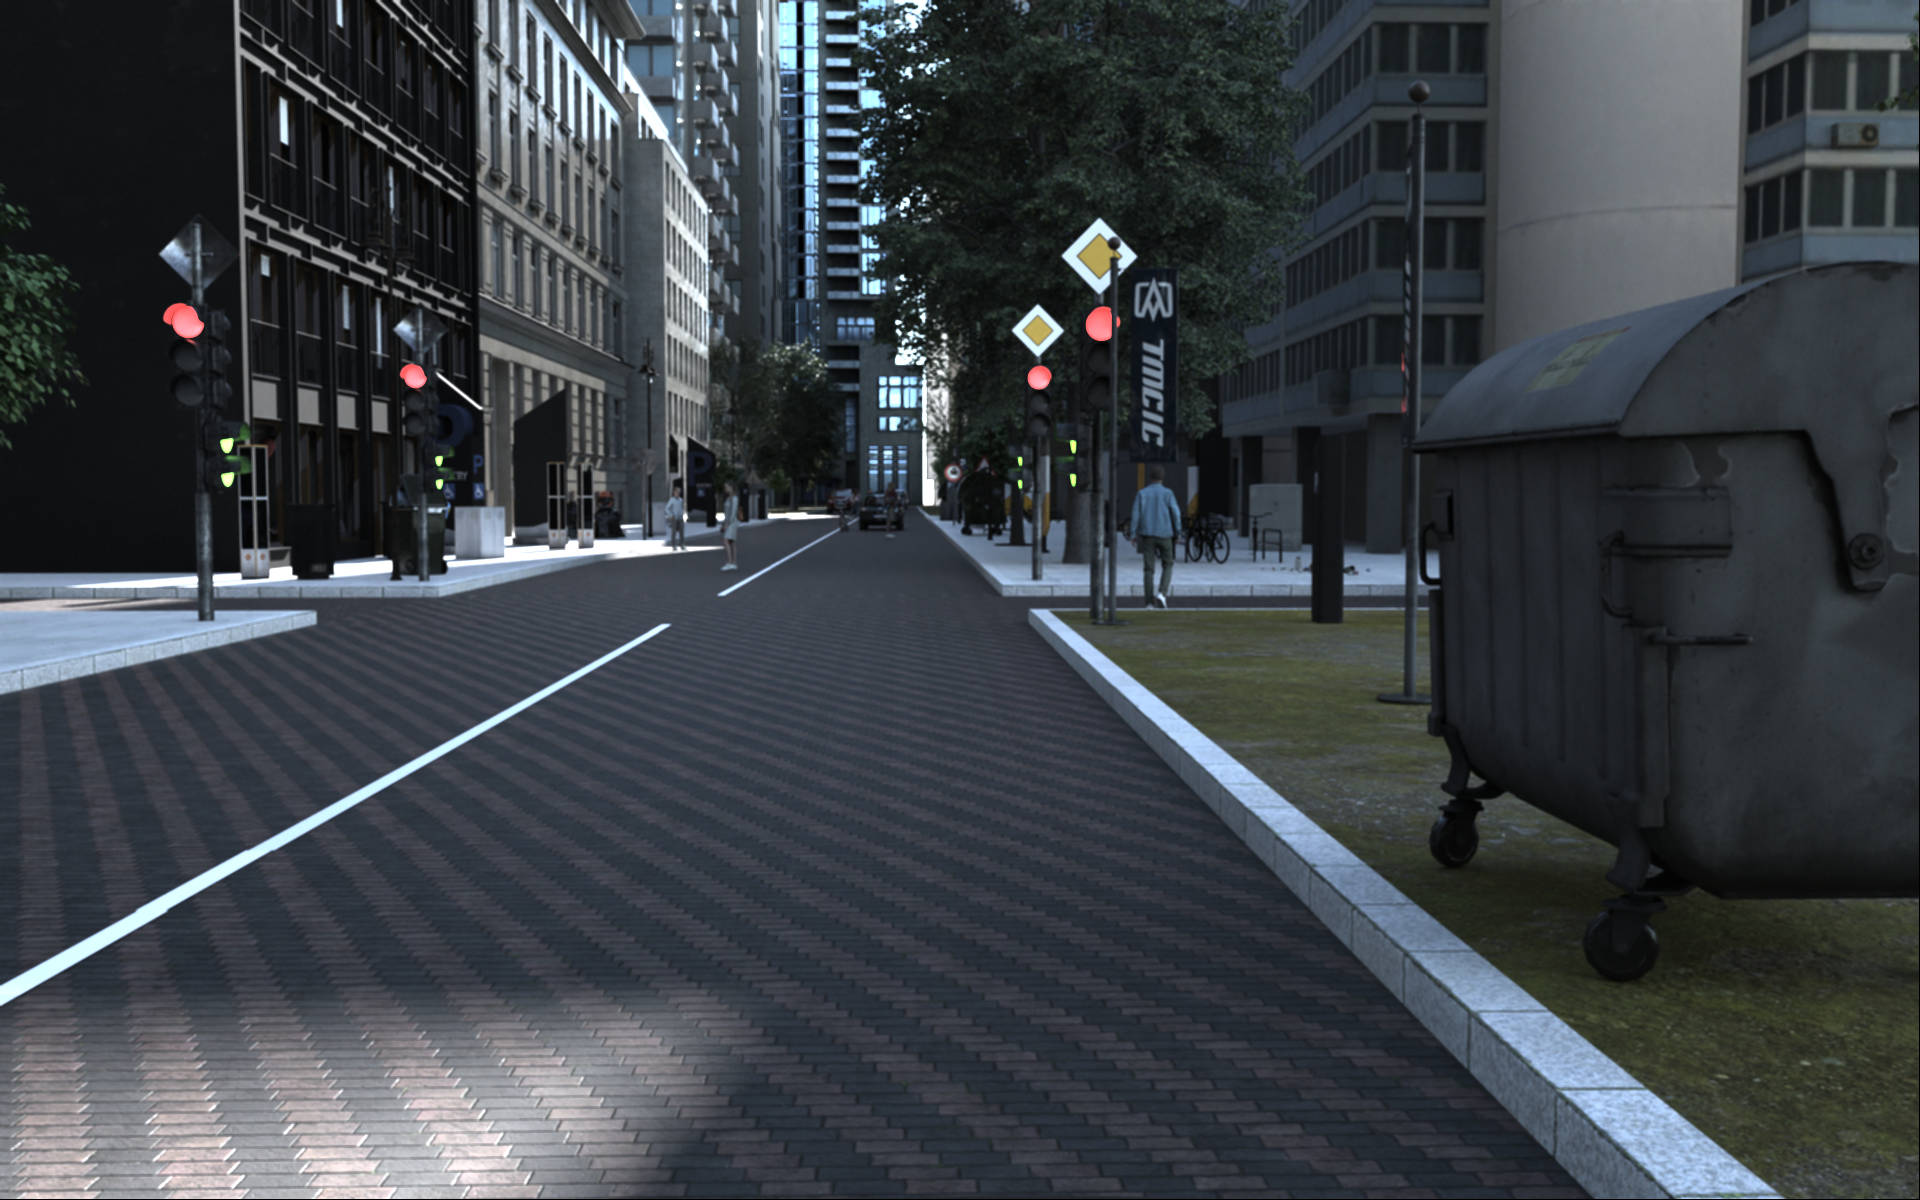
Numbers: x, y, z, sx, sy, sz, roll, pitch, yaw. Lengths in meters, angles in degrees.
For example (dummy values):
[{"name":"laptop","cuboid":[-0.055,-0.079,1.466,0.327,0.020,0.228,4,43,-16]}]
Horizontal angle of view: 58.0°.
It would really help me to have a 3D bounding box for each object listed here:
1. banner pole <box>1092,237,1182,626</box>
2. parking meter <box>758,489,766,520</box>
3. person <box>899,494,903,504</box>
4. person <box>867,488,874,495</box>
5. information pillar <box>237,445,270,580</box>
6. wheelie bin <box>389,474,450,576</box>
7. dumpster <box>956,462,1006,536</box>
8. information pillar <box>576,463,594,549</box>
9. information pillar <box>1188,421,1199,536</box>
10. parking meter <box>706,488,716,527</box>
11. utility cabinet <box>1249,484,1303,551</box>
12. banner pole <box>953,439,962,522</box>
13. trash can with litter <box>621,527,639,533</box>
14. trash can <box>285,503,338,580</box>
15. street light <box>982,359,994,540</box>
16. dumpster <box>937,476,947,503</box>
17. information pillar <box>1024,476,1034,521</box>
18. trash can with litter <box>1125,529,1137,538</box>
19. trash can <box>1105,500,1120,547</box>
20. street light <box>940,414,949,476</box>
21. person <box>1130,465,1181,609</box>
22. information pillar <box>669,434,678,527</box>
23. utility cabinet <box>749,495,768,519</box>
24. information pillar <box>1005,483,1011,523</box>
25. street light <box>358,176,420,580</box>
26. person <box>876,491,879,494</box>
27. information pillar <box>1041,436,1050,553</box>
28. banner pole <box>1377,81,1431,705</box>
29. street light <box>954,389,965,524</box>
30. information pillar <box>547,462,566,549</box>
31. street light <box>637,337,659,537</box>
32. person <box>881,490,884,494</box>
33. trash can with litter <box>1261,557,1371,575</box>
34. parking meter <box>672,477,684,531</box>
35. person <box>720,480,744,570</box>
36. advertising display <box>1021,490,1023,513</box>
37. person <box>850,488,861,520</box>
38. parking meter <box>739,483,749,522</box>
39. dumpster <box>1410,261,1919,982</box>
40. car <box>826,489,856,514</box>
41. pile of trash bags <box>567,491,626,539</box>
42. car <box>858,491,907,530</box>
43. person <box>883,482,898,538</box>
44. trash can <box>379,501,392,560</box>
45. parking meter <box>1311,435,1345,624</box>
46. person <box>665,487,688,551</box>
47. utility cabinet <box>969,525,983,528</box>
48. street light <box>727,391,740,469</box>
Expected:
[{"name":"banner pole","cuboid":[1.731,-1.647,16.944,0.863,3.779,0.401,0,4,2]},{"name":"parking meter","cuboid":[-9.951,-4.802,86.928,0.372,1.533,0.369,0,3,0]},{"name":"person","cuboid":[-5.413,-8.858,156.544,0.599,1.433,0.991,0,4,5]},{"name":"person","cuboid":[-5.256,-5.713,102.364,0.683,1.767,0.568,1,4,17]},{"name":"information pillar","cuboid":[-10.634,-1.321,26.085,0.304,2.012,0.304,1,4,19]},{"name":"wheelie bin","cuboid":[-8.618,-1.200,27.531,0.693,1.594,0.980,3,5,42]},{"name":"dumpster","cuboid":[0.663,-3.165,54.249,1.502,2.255,1.985,0,4,-2]},{"name":"information pillar","cuboid":[-8.802,-2.215,40.708,0.304,2.012,0.304,-2,4,-34]},{"name":"information pillar","cuboid":[6.961,-3.694,51.749,0.183,3.616,0.504,-1,4,-23]},{"name":"parking meter","cuboid":[-9.681,-3.609,67.419,0.372,1.533,0.369,0,3,0]},{"name":"utility cabinet","cuboid":[7.106,-1.856,39.028,1.173,1.500,0.318,3,4,37]},{"name":"banner pole","cuboid":[-0.183,-5.461,79.304,0.401,3.779,0.863,-1,4,-23]},{"name":"trash can with litter","cuboid":[-11.650,-2.873,58.028,1.678,1.210,2.233,-1,4,-13]},{"name":"trash can","cuboid":[-9.757,-0.883,26.098,0.748,1.137,0.748,0,3,0]},{"name":"street light","cuboid":[0.842,-4.612,48.202,0.468,5.910,1.993,0,4,-2]},{"name":"dumpster","cuboid":[-0.366,-5.171,87.034,1.502,2.255,1.985,0,4,-2]},{"name":"information pillar","cuboid":[3.293,-5.583,82.632,0.504,3.616,0.183,-1,4,-8]},{"name":"trash can with litter","cuboid":[5.282,-2.407,50.735,1.055,1.170,0.624,3,5,40]},{"name":"trash can","cuboid":[3.485,-1.844,41.797,0.748,1.137,0.748,0,3,0]},{"name":"street light","cuboid":[-0.906,-7.810,100.477,0.468,5.910,1.993,0,4,-2]},{"name":"person","cuboid":[2.385,-0.750,21.105,0.601,1.785,0.444,1,4,14]},{"name":"information pillar","cuboid":[-11.116,-4.643,67.274,0.183,3.616,0.504,-3,5,-44]},{"name":"utility cabinet","cuboid":[-10.445,-4.802,89.673,1.020,1.237,0.306,0,4,-3]},{"name":"information pillar","cuboid":[2.108,-5.301,78.027,0.504,3.616,0.183,0,4,-3]},{"name":"street light","cuboid":[-8.399,-3.231,25.621,0.468,5.910,1.993,0,4,-2]},{"name":"person","cuboid":[-7.978,-9.676,167.364,0.551,1.740,0.621,3,4,37]},{"name":"information pillar","cuboid":[1.850,-2.837,37.735,0.183,3.616,0.504,-1,4,-12]},{"name":"banner pole","cuboid":[2.816,-1.273,10.838,0.401,3.779,0.863,0,4,8]},{"name":"street light","cuboid":[-0.016,-6.221,74.501,0.468,5.910,1.993,0,4,-2]},{"name":"information pillar","cuboid":[-9.376,-2.188,40.265,0.304,2.012,0.304,1,4,18]},{"name":"street light","cuboid":[-9.190,-4.799,51.245,0.468,5.910,1.993,0,4,-2]},{"name":"person","cuboid":[-6.678,-8.578,149.428,1.217,1.739,0.721,0,4,3]},{"name":"trash can with litter","cuboid":[5.952,-1.063,28.439,1.678,1.210,2.233,0,4,-2]},{"name":"parking meter","cuboid":[-9.714,-3.299,59.642,0.399,1.863,0.255,-1,4,-9]},{"name":"person","cuboid":[-4.363,-1.434,32.948,0.522,1.701,0.512,-2,4,-24]},{"name":"advertising display","cuboid":[1.957,-3.196,57.464,0.123,1.923,0.974,1,4,12]},{"name":"person","cuboid":[-5.936,-5.415,97.626,0.593,1.750,0.643,-2,4,-29]},{"name":"parking meter","cuboid":[-9.784,-4.460,78.630,0.399,1.863,0.255,-2,4,-33]},{"name":"dumpster","cuboid":[2.229,0.033,5.217,1.264,1.857,1.865,0,4,-2]},{"name":"car","cuboid":[-8.593,-7.161,125.753,2.281,1.827,5.304,0,4,-2]},{"name":"pile of trash bags","cuboid":[-10.801,-2.539,51.260,1.912,1.369,3.447,0,4,1]},{"name":"car","cuboid":[-3.161,-3.688,70.087,2.009,1.686,4.222,0,4,-1]},{"name":"person","cuboid":[-2.280,-2.984,57.265,0.573,1.828,0.580,-2,4,-28]},{"name":"trash can","cuboid":[-11.033,-1.370,34.060,0.748,1.137,0.748,0,3,0]},{"name":"parking meter","cuboid":[3.675,-0.708,17.292,0.255,1.863,0.399,0,4,1]},{"name":"person","cuboid":[-7.204,-2.061,44.013,0.589,1.601,0.330,-3,5,-39]},{"name":"utility cabinet","cuboid":[0.611,-3.318,65.416,0.306,1.237,1.020,-1,4,-18]},{"name":"street light","cuboid":[-10.021,-6.351,76.622,0.468,5.910,1.993,0,4,-2]}]
